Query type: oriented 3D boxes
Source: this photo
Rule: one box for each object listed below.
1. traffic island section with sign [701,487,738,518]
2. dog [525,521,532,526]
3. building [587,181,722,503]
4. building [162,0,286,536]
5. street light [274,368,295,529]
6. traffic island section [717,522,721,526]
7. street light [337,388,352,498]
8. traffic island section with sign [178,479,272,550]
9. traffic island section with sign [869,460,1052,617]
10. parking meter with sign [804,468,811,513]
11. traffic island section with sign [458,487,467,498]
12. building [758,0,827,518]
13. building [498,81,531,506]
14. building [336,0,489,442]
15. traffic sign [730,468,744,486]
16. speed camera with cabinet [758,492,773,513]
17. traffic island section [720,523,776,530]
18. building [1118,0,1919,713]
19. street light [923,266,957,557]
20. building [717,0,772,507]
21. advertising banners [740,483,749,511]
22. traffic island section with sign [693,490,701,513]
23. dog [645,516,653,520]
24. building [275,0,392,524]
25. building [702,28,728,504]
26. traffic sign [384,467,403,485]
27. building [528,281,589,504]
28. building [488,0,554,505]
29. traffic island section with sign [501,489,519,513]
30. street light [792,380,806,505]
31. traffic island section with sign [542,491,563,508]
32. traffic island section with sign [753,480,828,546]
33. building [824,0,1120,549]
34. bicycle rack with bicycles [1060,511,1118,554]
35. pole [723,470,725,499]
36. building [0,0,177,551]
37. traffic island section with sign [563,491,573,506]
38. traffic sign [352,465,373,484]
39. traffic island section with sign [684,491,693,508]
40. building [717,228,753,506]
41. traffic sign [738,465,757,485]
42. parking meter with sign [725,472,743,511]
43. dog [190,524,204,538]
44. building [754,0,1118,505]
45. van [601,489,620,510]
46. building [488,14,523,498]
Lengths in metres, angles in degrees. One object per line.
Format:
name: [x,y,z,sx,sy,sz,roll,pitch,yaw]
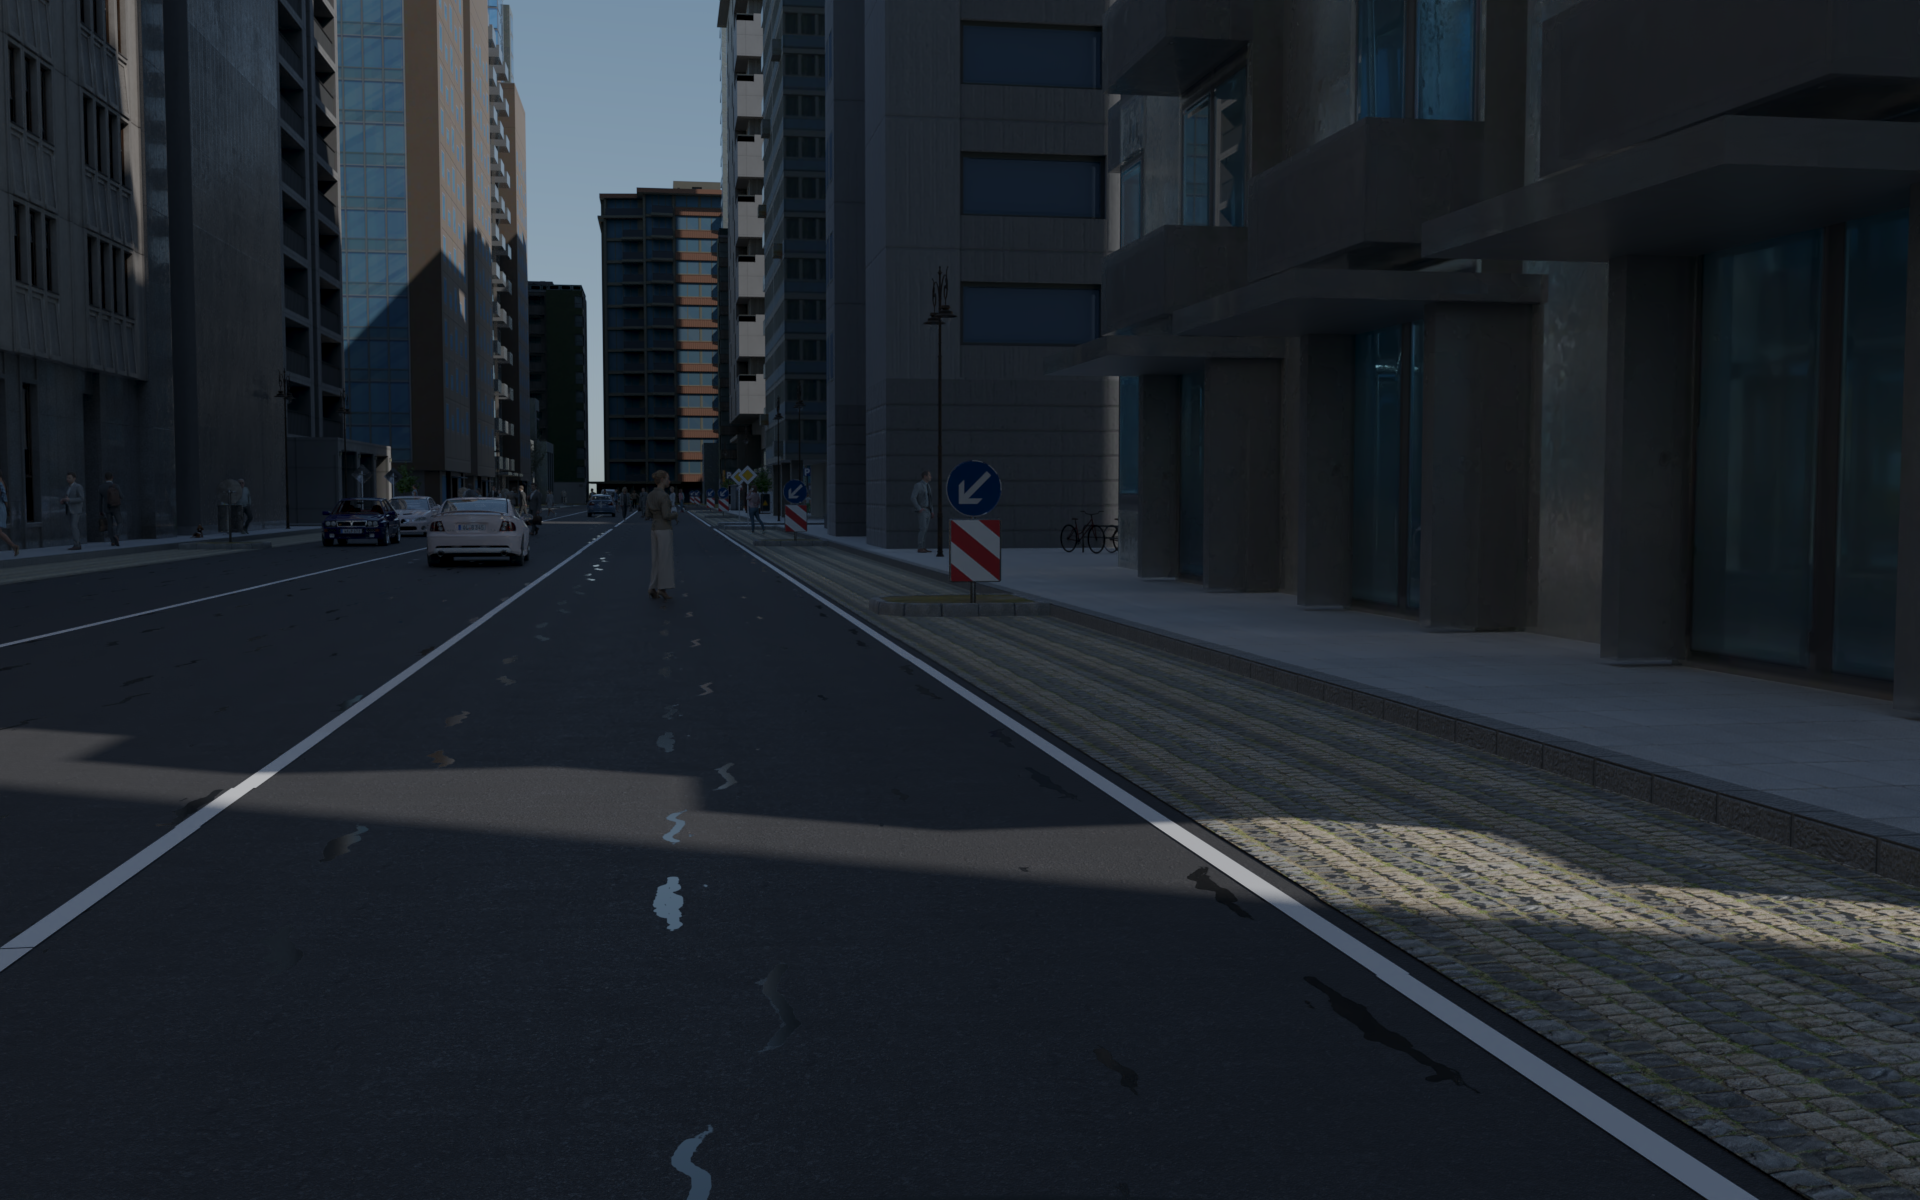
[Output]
traffic island section with sign: [-14.247,-5.790,103.291,1.989,1.847,2.006,-1,4,-10]
dog: [-19.694,-3.586,78.817,0.550,0.427,0.748,-3,5,-41]
building: [-37.794,-36.118,245.150,28.867,44.769,22.147,-1,4,-10]
building: [-39.367,-14.567,57.240,30.058,24.678,14.314,-1,4,-10]
street light: [-24.789,-5.561,63.716,0.468,5.910,1.993,-1,4,-10]
traffic island section: [-9.910,-3.416,78.133,2.009,0.180,2.903,-1,4,-10]
street light: [-26.860,-6.293,75.681,0.468,5.910,1.993,-1,4,-10]
traffic island section with sign: [-19.194,-2.247,45.363,1.989,1.847,2.006,-1,4,-10]
traffic island section with sign: [-0.068,-0.758,21.025,1.989,1.847,2.006,-1,4,-10]
parking meter with sign: [-9.836,-7.343,116.317,0.543,3.016,1.738,2,4,24]
traffic island section with sign: [-28.608,-5.582,99.892,1.989,1.847,2.006,-1,4,-10]
building: [1.541,-24.589,93.915,23.993,40.220,32.217,-1,4,-10]
building: [-53.587,-32.674,184.326,14.600,45.320,14.200,-1,4,-10]
building: [-44.899,-29.787,137.121,14.600,45.320,14.200,-1,4,-10]
traffic sign: [-9.932,-4.640,78.046,0.795,2.593,0.064,-1,4,-10]
speed camera with cabinet: [-12.405,-7.417,115.608,2.038,3.252,0.660,0,4,2]
traffic island section: [-8.554,-2.935,70.263,2.009,0.180,2.903,-1,4,-10]
building: [14.341,-24.371,18.070,23.786,49.044,30.456,-1,4,-10]
street light: [-0.407,-3.822,35.278,0.468,5.910,1.993,-1,4,-10]
building: [-8.777,-35.532,170.193,28.713,52.752,27.495,-1,4,-10]
advertising banners: [-16.079,-8.238,130.884,2.074,3.025,0.090,3,5,40]
traffic island section with sign: [-18.850,-7.422,129.978,1.989,1.847,2.006,-1,4,-10]
dog: [-16.974,-4.728,94.144,0.800,0.831,0.513,1,4,9]
building: [-38.639,-39.321,81.158,20.563,71.187,20.611,-1,4,-10]
building: [-20.238,-54.989,211.737,22.319,86.520,31.000,-1,4,-10]
traffic sign: [-24.713,-4.486,75.529,0.795,2.593,0.064,-1,4,-10]
building: [-58.375,-28.511,237.853,14.107,30.474,14.160,-1,4,-10]
building: [-65.994,-54.775,208.242,31.000,86.520,22.319,-1,4,-10]
traffic island section with sign: [-33.271,-7.238,126.971,1.989,1.847,2.006,-1,4,-10]
street light: [-6.495,-5.954,70.134,0.468,5.910,1.993,-1,4,-10]
traffic island section with sign: [-41.813,-10.272,176.576,1.989,1.847,2.006,-1,4,-10]
traffic island section with sign: [-4.727,-2.410,48.036,1.989,1.847,2.006,-1,4,-10]
building: [6.245,-31.327,54.202,21.231,58.520,28.212,-1,4,-10]
bicycle rack with bicycles: [3.852,-1.472,37.443,2.852,0.926,2.925,-2,4,-27]
pole: [-20.139,-9.416,147.799,0.158,3.312,0.155,0,3,0]
building: [-27.504,-13.573,39.945,12.078,24.808,19.932,-1,4,-10]
traffic island section with sign: [-46.396,-11.897,203.141,1.989,1.847,2.006,-1,4,-10]
traffic sign: [-23.356,-4.004,67.659,0.795,2.593,0.064,-1,4,-10]
traffic island section with sign: [-27.200,-10.384,178.414,1.989,1.847,2.006,-1,4,-10]
building: [-19.614,-25.621,190.601,14.160,30.474,14.107,-1,4,-10]
traffic sign: [-8.576,-4.158,70.177,0.795,2.593,0.064,-1,4,-10]
parking meter with sign: [-17.517,-8.476,134.842,0.543,3.016,1.738,-3,5,-44]
dog: [-22.376,-2.016,50.695,0.550,0.427,0.748,2,4,31]
building: [-3.564,-31.393,132.888,23.786,49.044,30.456,-1,4,-10]
van: [-32.084,-9.255,158.323,2.013,2.044,4.112,-1,4,-10]
building: [-53.987,-33.145,161.530,23.786,49.044,30.456,-1,4,-10]
